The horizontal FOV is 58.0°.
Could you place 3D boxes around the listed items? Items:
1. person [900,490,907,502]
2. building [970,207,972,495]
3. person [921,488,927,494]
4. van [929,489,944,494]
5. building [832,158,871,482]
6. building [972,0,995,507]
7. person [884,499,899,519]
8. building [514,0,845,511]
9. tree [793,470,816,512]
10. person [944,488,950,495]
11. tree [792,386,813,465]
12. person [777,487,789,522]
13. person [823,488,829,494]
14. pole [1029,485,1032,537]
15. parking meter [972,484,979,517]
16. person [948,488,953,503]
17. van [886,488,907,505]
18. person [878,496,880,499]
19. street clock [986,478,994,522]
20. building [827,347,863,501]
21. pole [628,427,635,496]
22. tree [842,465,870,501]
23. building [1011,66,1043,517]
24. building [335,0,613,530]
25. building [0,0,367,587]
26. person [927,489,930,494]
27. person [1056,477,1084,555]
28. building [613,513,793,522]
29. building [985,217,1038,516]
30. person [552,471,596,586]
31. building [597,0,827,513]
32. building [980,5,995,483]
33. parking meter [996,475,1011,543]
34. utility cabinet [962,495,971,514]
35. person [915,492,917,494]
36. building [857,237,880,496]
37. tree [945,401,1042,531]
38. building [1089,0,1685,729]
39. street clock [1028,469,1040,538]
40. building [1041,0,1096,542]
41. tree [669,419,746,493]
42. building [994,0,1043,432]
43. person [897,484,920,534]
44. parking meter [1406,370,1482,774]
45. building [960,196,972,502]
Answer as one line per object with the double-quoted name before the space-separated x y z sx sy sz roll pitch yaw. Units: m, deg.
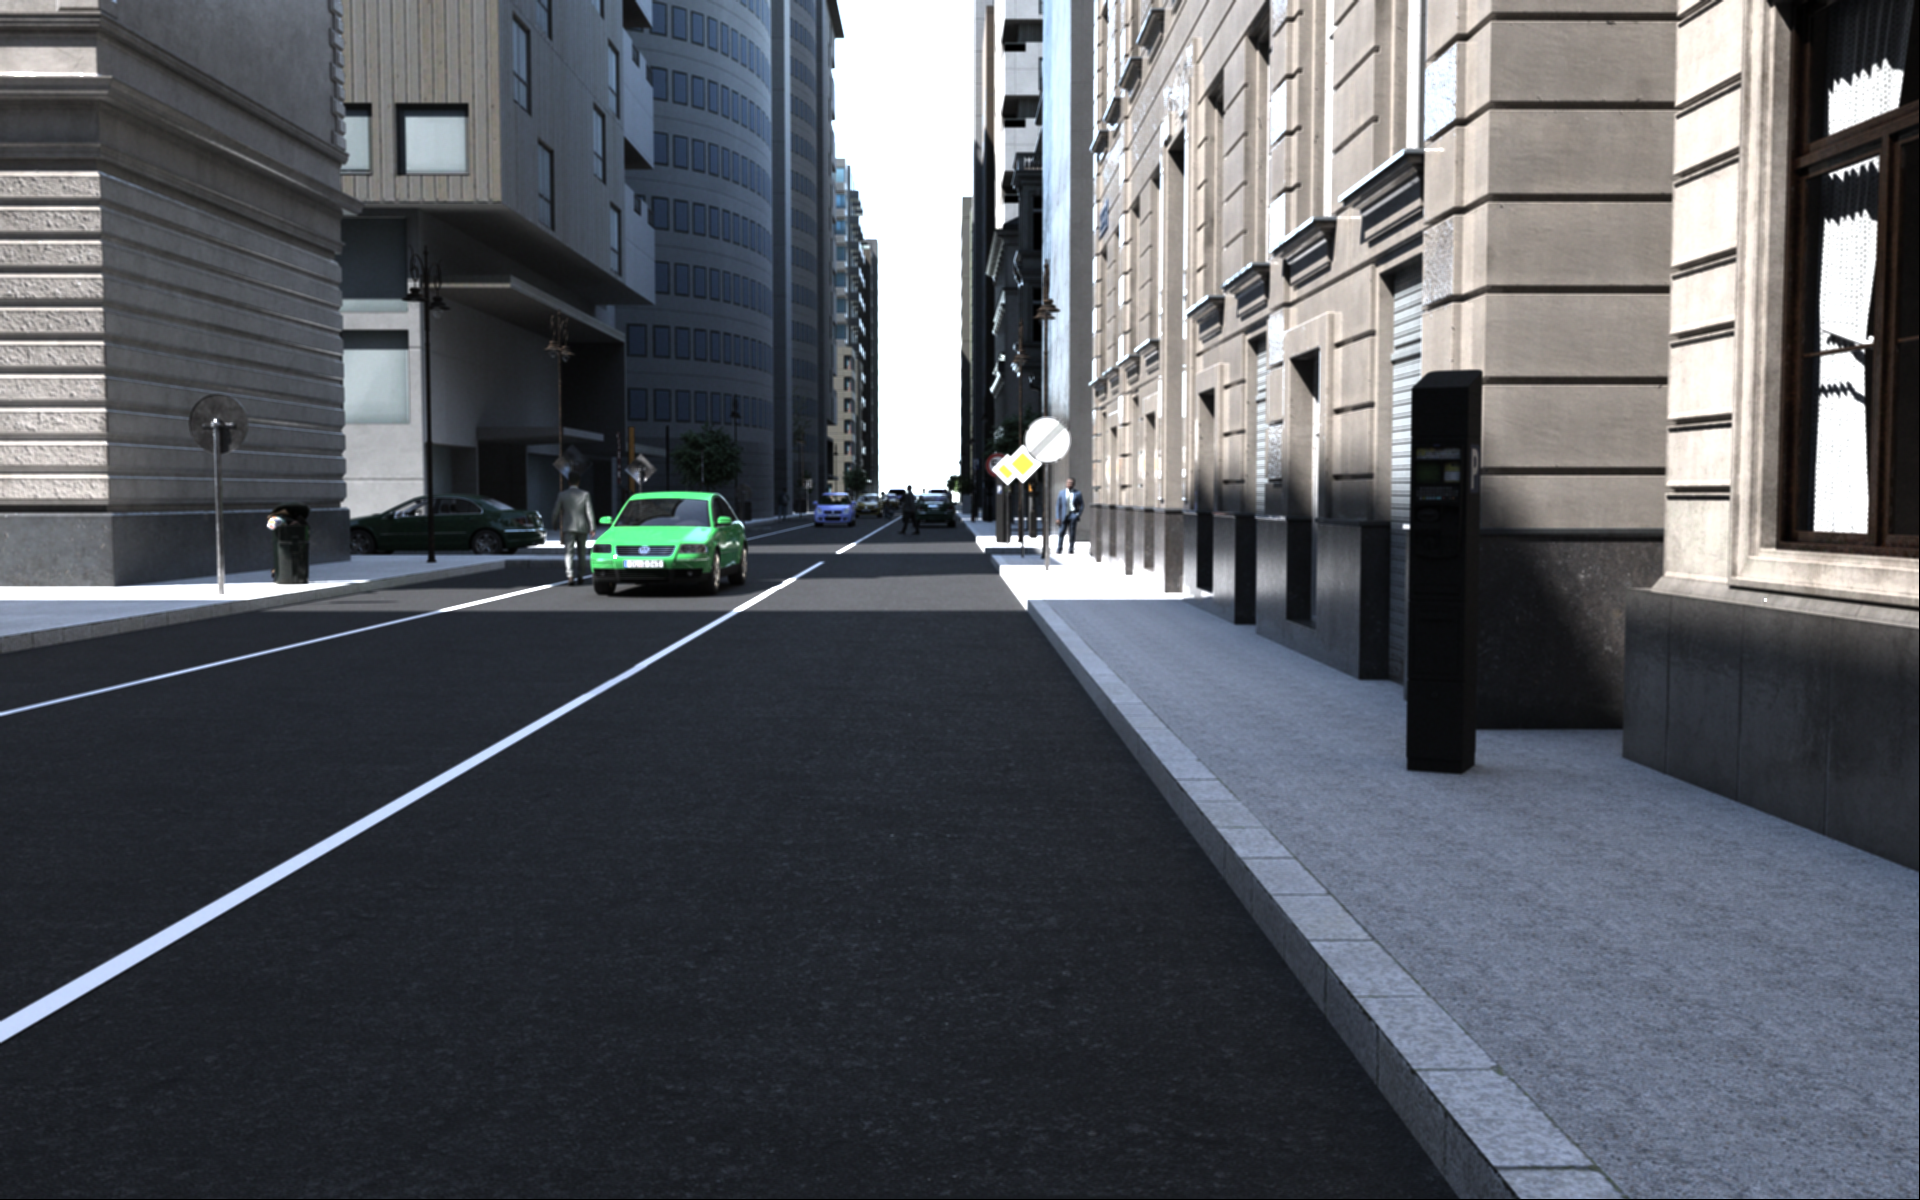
"person" -4.792 -8.665 150.733 0.990 1.755 0.434 -1 4 -23
"building" 8.498 -34.550 248.486 14.154 41.232 14.086 0 4 -1
"person" -1.929 -5.259 94.903 0.576 1.772 0.534 -2 4 -28
"van" -2.775 -12.292 205.353 2.240 2.365 5.245 0 4 -2
"building" -25.008 -38.353 246.683 23.786 49.044 30.456 0 4 -1
"building" 11.759 -38.923 178.387 21.231 58.520 28.212 0 4 -1
"person" -3.918 -5.128 97.836 1.012 1.151 0.738 -3 5 -43
"building" -26.469 -35.769 174.065 28.713 52.752 27.495 0 4 -1
"tree" -11.173 -8.090 126.878 1.663 3.219 1.824 0 3 0
"person" -0.771 -6.174 109.703 0.793 1.790 0.793 -3 5 -42
"tree" -11.433 -9.845 111.328 4.360 8.622 3.978 0 3 0
"person" -9.014 -4.865 88.395 0.623 1.781 0.721 0 4 -4
"person" -7.878 -5.740 102.440 0.391 1.810 0.635 -3 5 -41
"pole" 2.138 -3.544 51.795 0.158 3.312 0.155 0 3 0
"parking meter" 0.869 -5.621 97.620 0.399 1.863 0.255 0 4 4
"person" -0.565 -5.262 94.870 0.374 1.781 0.599 1 4 11
"van" -6.501 -10.759 180.300 2.240 2.365 5.245 0 4 1
"person" -9.942 -12.078 209.161 0.799 1.438 0.628 2 4 29
"street clock" 1.377 -4.611 79.966 0.358 2.002 0.471 -1 4 -20
"building" -26.651 -22.804 217.882 27.650 21.520 28.899 0 4 -1
"pole" -9.983 -3.597 52.657 0.158 3.312 0.155 0 3 0
"tree" -11.721 -12.941 195.295 4.285 4.588 4.351 0 3 0
"building" 9.708 -16.013 80.889 14.460 24.649 34.723 0 4 -1
"building" -25.163 -28.526 55.636 28.713 52.752 27.495 0 4 -1
"building" -20.930 -12.166 27.799 19.941 23.489 11.050 0 4 -1
"person" -2.496 -7.984 139.017 1.348 1.826 0.705 3 5 40
"person" 2.411 -1.837 38.715 0.721 1.800 0.419 0 4 1
"building" -20.677 -33.596 91.297 21.231 58.520 28.212 0 4 -1
"building" 7.072 -14.893 108.125 10.561 19.102 19.286 0 4 -1
"person" -6.073 -1.130 27.250 0.678 1.792 0.850 -1 4 -13
"building" -22.694 -36.924 145.703 21.231 58.520 28.212 0 4 -1
"building" 9.091 -31.039 157.593 14.600 45.320 14.200 0 4 -1
"parking meter" 1.143 -2.428 45.414 0.255 1.863 0.399 -2 4 -35
"utility cabinet" 0.648 -6.170 112.038 1.020 1.237 0.306 0 4 1
"person" -5.528 -12.810 218.647 1.217 1.736 0.721 -1 4 -20
"building" -19.834 -35.817 269.209 14.154 41.232 14.086 0 4 -1
"tree" 2.351 -4.734 61.113 4.285 4.588 4.351 0 3 0
"building" 8.288 -13.669 20.755 12.463 27.353 25.104 0 4 -1
"street clock" 2.136 -2.793 50.239 0.358 2.002 0.471 1 4 10
"building" 17.721 -14.166 50.683 30.058 24.678 14.314 0 4 -1
"tree" -11.096 -5.652 76.118 4.285 4.588 4.351 0 3 0
"building" 16.491 -33.458 136.273 28.713 52.752 27.495 0 4 -1
"person" -1.849 -3.240 61.864 0.834 1.777 0.661 0 4 -7
"parking meter" 2.253 -0.143 8.057 0.255 1.863 0.399 2 4 27
"building" 10.778 -39.310 266.426 21.300 48.544 21.600 0 4 -1
